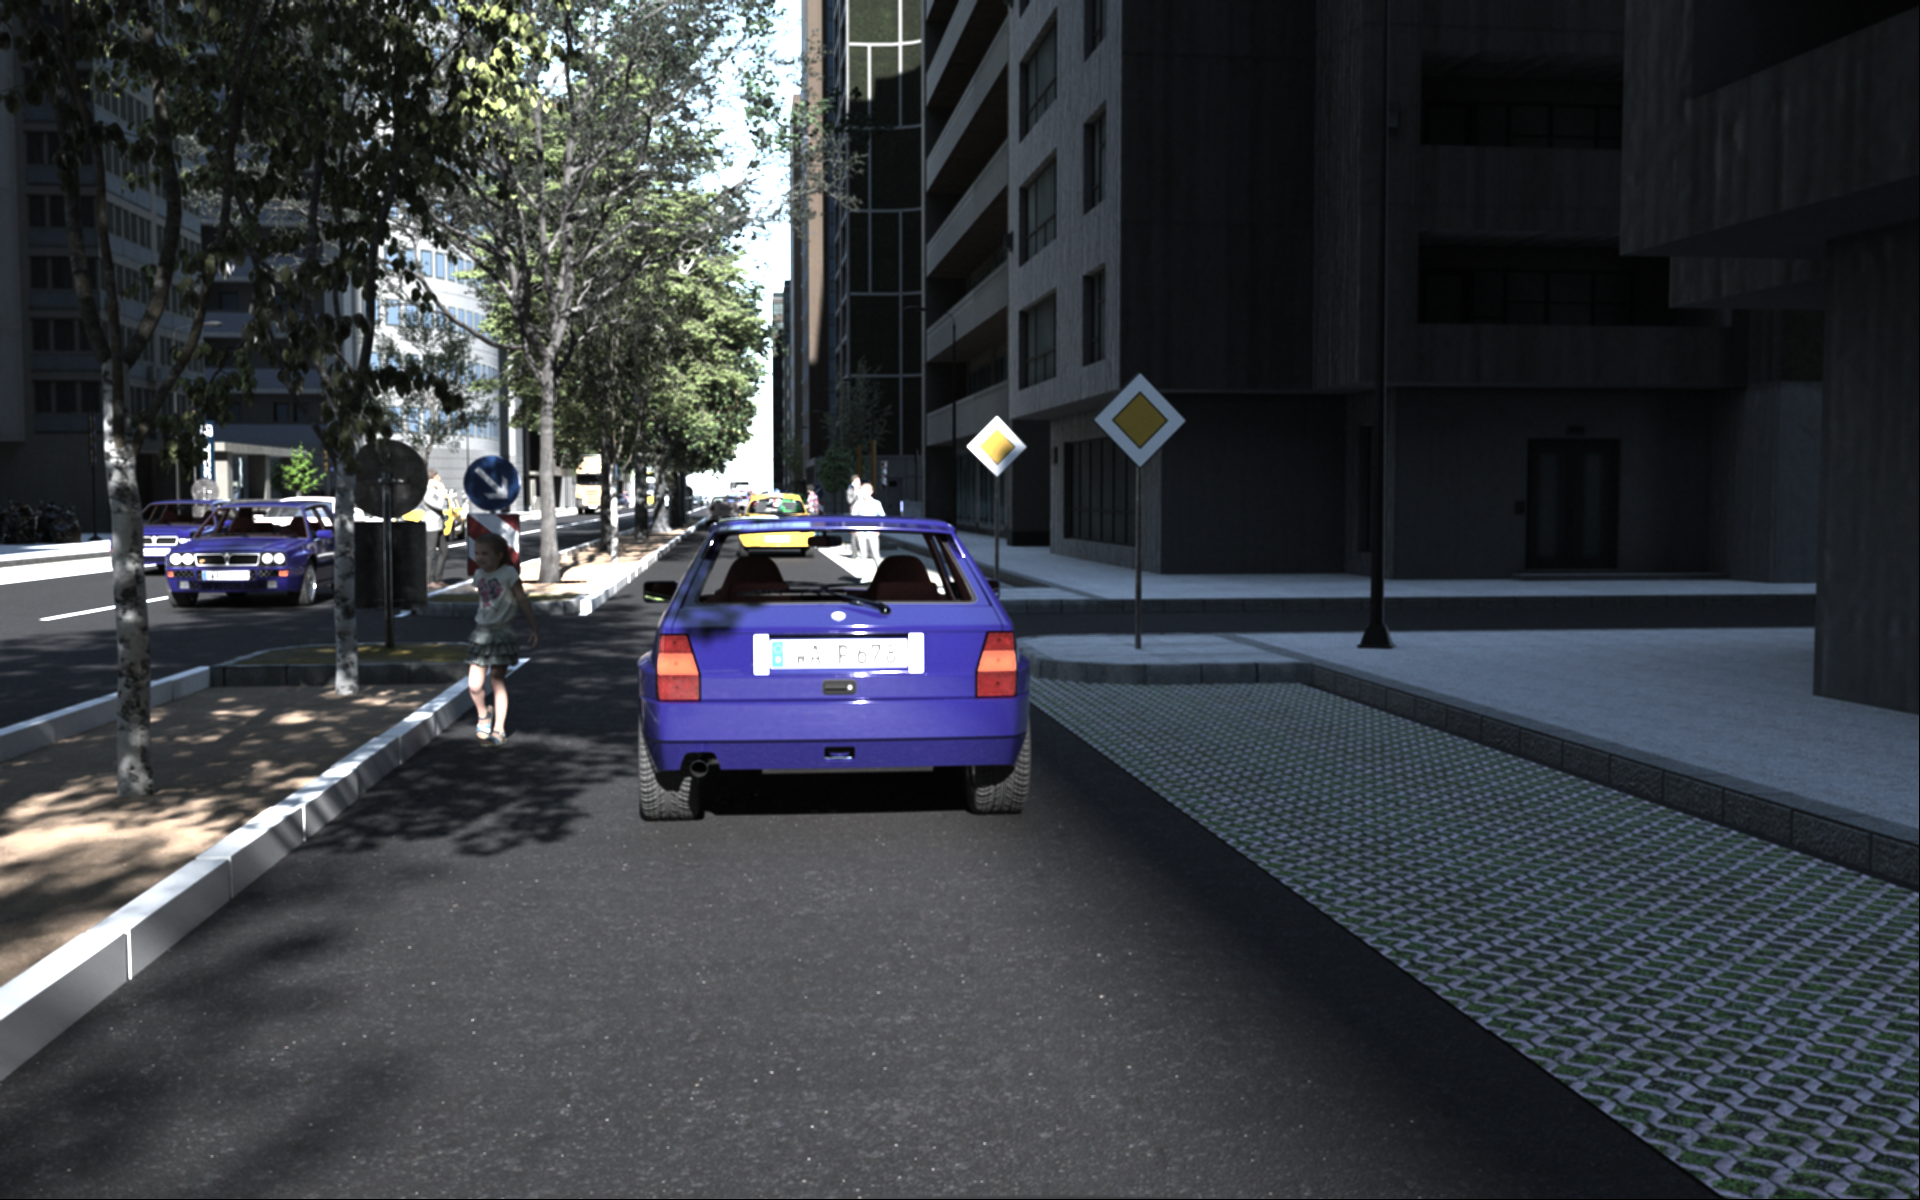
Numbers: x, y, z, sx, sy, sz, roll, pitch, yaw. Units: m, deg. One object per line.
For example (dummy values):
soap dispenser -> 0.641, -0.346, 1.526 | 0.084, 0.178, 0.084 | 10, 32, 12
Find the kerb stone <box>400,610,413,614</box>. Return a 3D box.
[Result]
kerb stone -> -6.664, 0.070, 21.110 | 0.120, 0.150, 1.000 | 0, 4, -7

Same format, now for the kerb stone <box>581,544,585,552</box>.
kerb stone -> -9.365, -1.240, 42.469 | 0.120, 0.150, 1.000 | 0, 4, -7

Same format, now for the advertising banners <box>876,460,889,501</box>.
advertising banners -> -4.445, -5.678, 89.026 | 2.074, 3.025, 0.090 | -3, 5, -44

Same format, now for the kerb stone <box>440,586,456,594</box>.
kerb stone -> -6.916, -0.056, 23.152 | 0.120, 0.150, 1.000 | 0, 4, -7

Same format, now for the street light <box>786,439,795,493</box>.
street light -> -13.672, -10.587, 145.631 | 1.470, 5.913, 1.316 | 0, 4, -7

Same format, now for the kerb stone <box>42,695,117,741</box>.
kerb stone -> -5.309, 0.722, 10.417 | 0.120, 0.150, 1.000 | 0, 4, -7

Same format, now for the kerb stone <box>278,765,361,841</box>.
kerb stone -> -2.827, 0.892, 7.635 | 0.120, 0.150, 1.000 | 0, 4, -7

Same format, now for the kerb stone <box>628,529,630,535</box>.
kerb stone -> -11.559, -2.297, 59.757 | 0.120, 0.150, 1.000 | 0, 4, -7

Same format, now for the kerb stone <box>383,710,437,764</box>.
kerb stone -> -3.082, 0.767, 9.667 | 0.120, 0.150, 1.000 | 0, 4, -7

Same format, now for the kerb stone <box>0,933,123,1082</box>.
kerb stone -> -2.447, 1.079, 4.587 | 0.120, 0.150, 1.000 | 0, 4, -7

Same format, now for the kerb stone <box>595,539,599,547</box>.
kerb stone -> -9.877, -1.488, 46.526 | 0.120, 0.150, 1.000 | 0, 4, -7

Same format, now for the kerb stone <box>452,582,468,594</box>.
kerb stone -> -7.047, -0.121, 24.174 | 0.120, 0.150, 1.000 | 0, 4, -7

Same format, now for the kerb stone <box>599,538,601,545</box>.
kerb stone -> -10.013, -1.548, 47.549 | 0.120, 0.150, 1.000 | 0, 4, -7

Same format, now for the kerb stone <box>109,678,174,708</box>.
kerb stone -> -5.430, 0.658, 11.432 | 0.120, 0.150, 1.000 | 0, 4, -7

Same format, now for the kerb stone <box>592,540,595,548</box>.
kerb stone -> -9.755, -1.426, 45.512 | 0.120, 0.150, 1.000 | 0, 4, -7

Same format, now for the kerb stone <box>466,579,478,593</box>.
kerb stone -> -7.180, -0.179, 25.199 | 0.120, 0.150, 1.000 | 0, 4, -7

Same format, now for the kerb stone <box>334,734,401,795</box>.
kerb stone -> -2.964, 0.828, 8.651 | 0.120, 0.150, 1.000 | 0, 4, -7

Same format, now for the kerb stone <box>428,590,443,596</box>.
kerb stone -> -6.781, 0.004, 22.128 | 0.120, 0.150, 1.000 | 0, 4, -7

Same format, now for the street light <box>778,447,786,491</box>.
street light -> -17.110, -12.238, 172.634 | 1.470, 5.913, 1.316 | 0, 4, -7

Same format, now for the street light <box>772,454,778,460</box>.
street light -> -20.743, -13.985, 201.201 | 1.470, 5.913, 1.316 | 0, 4, -7

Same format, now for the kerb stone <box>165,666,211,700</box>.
kerb stone -> -5.553, 0.600, 12.450 | 0.120, 0.150, 1.000 | 0, 4, -7

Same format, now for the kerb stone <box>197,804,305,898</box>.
kerb stone -> -2.702, 0.953, 6.620 | 0.120, 0.150, 1.000 | 0, 4, -7

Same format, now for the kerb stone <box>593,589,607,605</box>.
kerb stone -> -4.705, -0.011, 22.407 | 0.120, 0.150, 1.000 | 0, 4, -7

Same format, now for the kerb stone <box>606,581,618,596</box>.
kerb stone -> -4.963, -0.135, 24.443 | 0.120, 0.150, 1.000 | 0, 4, -7

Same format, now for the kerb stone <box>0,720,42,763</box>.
kerb stone -> -5.174, 0.782, 9.404 | 0.120, 0.150, 1.000 | 0, 4, -7

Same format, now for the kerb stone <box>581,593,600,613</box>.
kerb stone -> -4.575, 0.049, 21.389 | 0.120, 0.150, 1.000 | 0, 4, -7

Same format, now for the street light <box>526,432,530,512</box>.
street light -> -30.355, -9.248, 123.751 | 1.470, 5.913, 1.316 | 0, 4, -7

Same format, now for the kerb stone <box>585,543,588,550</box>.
kerb stone -> -9.497, -1.302, 43.482 | 0.120, 0.150, 1.000 | 0, 4, -7

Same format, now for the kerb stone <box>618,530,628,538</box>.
kerb stone -> -11.430, -2.235, 58.743 | 0.120, 0.150, 1.000 | 0, 4, -7

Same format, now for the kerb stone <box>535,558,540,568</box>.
kerb stone -> -8.208, -0.680, 33.320 | 0.120, 0.150, 1.000 | 0, 4, -7

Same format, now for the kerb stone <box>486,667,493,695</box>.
kerb stone -> -3.473, 0.584, 12.713 | 0.120, 0.150, 1.000 | 0, 4, -7

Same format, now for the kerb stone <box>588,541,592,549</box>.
kerb stone -> -9.620, -1.364, 44.497 | 0.120, 0.150, 1.000 | 0, 4, -7

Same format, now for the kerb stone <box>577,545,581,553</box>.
kerb stone -> -9.239, -1.170, 41.449 | 0.120, 0.150, 1.000 | 0, 4, -7

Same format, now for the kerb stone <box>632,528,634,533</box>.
kerb stone -> -11.811, -2.422, 61.788 | 0.120, 0.150, 1.000 | 0, 4, -7

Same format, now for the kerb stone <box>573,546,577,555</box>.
kerb stone -> -9.105, -1.114, 40.435 | 0.120, 0.150, 1.000 | 0, 4, -7

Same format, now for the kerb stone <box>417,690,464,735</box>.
kerb stone -> -3.216, 0.704, 10.683 | 0.120, 0.150, 1.000 | 0, 4, -7

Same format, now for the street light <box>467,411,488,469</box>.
street light -> -26.858, -7.582, 96.506 | 1.470, 5.913, 1.316 | 0, 4, -7

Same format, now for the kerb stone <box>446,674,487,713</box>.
kerb stone -> -3.351, 0.642, 11.698 | 0.120, 0.150, 1.000 | 0, 4, -7

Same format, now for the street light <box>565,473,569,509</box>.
street light -> -33.836, -10.926, 151.186 | 1.470, 5.913, 1.316 | 0, 4, -7

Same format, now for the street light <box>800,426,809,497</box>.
street light -> -10.282, -8.966, 119.137 | 1.470, 5.913, 1.316 | 0, 4, -7

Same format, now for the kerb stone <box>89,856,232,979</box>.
kerb stone -> -2.572, 1.017, 5.602 | 0.120, 0.150, 1.000 | 0, 4, -7

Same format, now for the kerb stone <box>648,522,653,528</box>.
kerb stone -> -13.886, -3.415, 78.073 | 0.120, 0.150, 1.000 | 0, 4, -7

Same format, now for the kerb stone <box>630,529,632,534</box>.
kerb stone -> -11.686, -2.360, 60.774 | 0.120, 0.150, 1.000 | 0, 4, -7

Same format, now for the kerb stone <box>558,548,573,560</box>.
kerb stone -> -8.976, -1.052, 39.417 | 0.120, 0.150, 1.000 | 0, 4, -7

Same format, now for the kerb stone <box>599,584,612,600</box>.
kerb stone -> -4.836, -0.075, 23.429 | 0.120, 0.150, 1.000 | 0, 4, -7

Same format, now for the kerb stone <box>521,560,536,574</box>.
kerb stone -> -8.074, -0.618, 32.306 | 0.120, 0.150, 1.000 | 0, 4, -7
